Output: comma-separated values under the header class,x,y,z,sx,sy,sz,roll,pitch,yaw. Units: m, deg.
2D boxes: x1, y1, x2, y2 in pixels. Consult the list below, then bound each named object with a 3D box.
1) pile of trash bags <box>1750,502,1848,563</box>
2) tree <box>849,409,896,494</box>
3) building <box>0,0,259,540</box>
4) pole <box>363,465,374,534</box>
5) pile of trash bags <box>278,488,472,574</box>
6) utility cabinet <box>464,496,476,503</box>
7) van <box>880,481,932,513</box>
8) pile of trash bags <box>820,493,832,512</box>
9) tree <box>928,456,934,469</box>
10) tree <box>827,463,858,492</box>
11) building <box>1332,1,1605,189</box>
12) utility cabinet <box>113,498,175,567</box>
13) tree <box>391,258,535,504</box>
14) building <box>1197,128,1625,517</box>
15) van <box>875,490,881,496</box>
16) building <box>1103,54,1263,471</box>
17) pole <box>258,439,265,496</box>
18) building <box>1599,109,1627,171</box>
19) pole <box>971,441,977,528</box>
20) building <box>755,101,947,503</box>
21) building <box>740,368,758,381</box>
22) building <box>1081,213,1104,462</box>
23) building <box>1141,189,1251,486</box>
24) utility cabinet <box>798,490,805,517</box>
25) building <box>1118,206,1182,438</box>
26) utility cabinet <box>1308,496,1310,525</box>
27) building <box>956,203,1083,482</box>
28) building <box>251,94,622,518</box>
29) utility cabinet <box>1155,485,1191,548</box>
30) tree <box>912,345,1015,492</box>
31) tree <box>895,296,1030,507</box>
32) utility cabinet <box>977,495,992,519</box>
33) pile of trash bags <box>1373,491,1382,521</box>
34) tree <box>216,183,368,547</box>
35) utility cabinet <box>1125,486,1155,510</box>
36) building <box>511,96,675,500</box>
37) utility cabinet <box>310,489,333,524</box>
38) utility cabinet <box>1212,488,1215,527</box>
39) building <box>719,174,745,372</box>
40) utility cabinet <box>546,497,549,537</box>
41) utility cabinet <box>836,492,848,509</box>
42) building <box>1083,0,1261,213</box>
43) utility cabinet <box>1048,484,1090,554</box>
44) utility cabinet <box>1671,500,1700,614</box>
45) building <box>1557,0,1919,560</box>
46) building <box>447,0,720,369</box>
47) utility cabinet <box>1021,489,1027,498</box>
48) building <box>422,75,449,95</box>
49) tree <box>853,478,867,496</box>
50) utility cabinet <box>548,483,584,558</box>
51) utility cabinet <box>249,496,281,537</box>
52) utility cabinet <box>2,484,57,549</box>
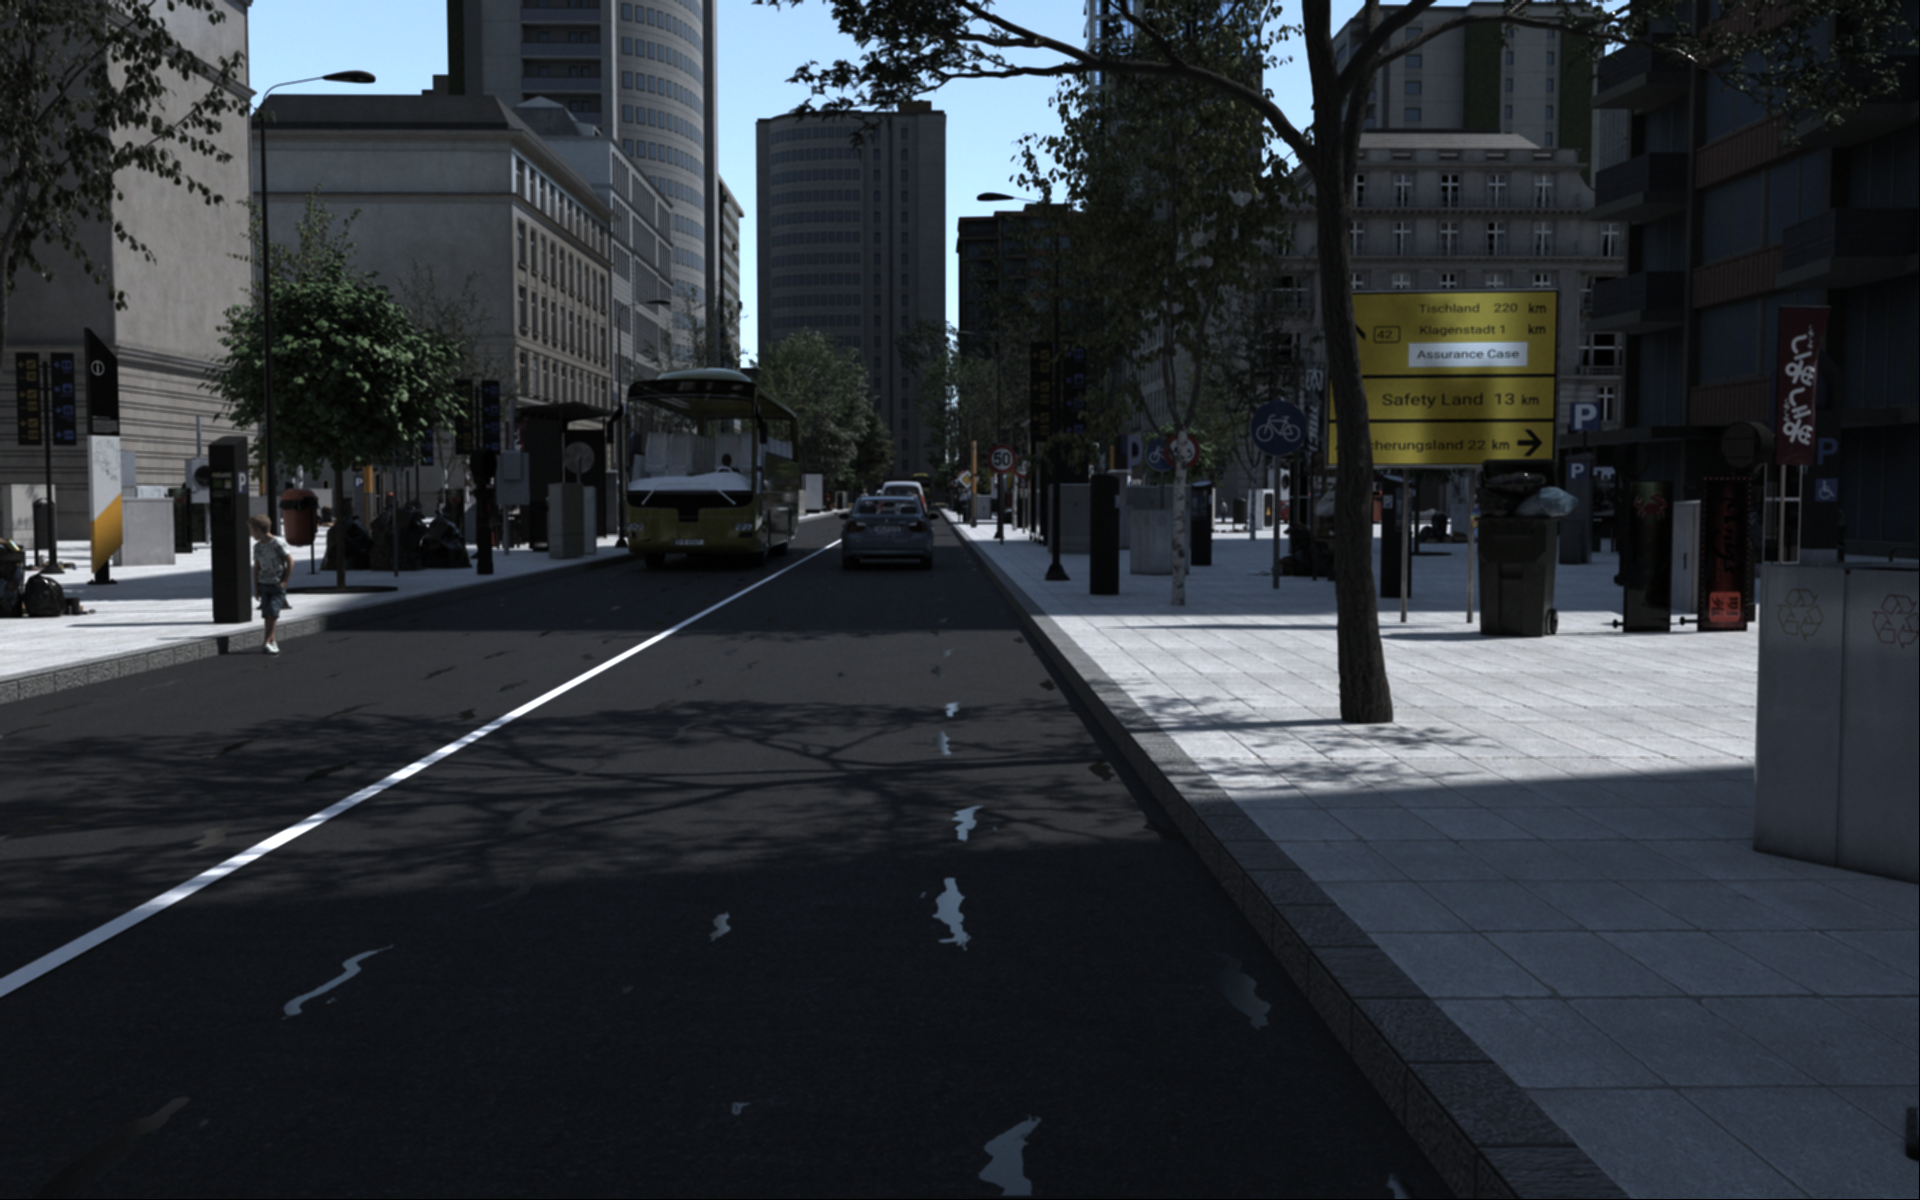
class,x,y,z,sx,sy,sz,roll,pitch,yaw
pile of trash bags,15.358,-1.363,32.033,1.912,1.369,3.447,2,4,23
tree,-11.954,-18.937,227.739,7.486,12.596,7.792,0,3,0
building,-33.105,-13.201,52.001,21.152,22.565,11.583,0,4,-1
pole,-12.987,-2.701,37.997,0.158,3.312,0.155,0,3,0
pile of trash bags,-9.974,-1.185,29.120,1.912,1.369,3.447,2,4,26
utility cabinet,-19.628,-3.581,69.711,1.020,1.237,0.306,1,4,14
van,-1.945,-3.152,58.547,2.013,2.044,4.112,0,4,-1
pile of trash bags,-10.380,-7.274,128.684,1.912,1.369,3.447,1,4,13
tree,-1.623,-16.463,219.534,4.360,8.622,3.978,0,3,0
tree,-11.561,-11.376,169.712,4.285,4.588,4.351,0,3,0
building,59.308,-40.681,207.136,28.212,58.520,21.231,0,4,-1
utility cabinet,-14.657,-1.218,31.077,0.306,1.237,1.020,3,4,36
tree,-16.058,-6.314,53.600,4.360,8.622,3.978,0,3,0
building,26.676,-15.841,100.797,24.055,21.916,13.314,0,4,-1
van,-7.446,-9.844,167.968,2.013,2.044,4.112,0,4,-3
building,20.557,-29.448,165.063,14.154,41.232,14.086,0,4,-1
pole,-25.955,-4.315,64.396,0.158,3.312,0.155,0,3,0
building,48.825,-17.239,99.883,19.932,24.808,12.078,0,4,-1
pole,0.523,-4.433,66.321,0.158,3.312,0.155,0,3,0
building,-16.244,-44.049,262.193,28.212,58.520,21.231,0,4,-1
building,-45.215,-25.711,265.420,28.899,21.520,27.650,0,4,-1
building,19.315,-24.938,179.440,14.160,30.474,14.107,0,4,-1
building,18.550,-16.067,117.439,10.420,20.320,16.860,0,4,-1
utility cabinet,-9.115,-5.418,97.268,0.318,1.500,1.173,2,4,28
building,22.011,-18.811,140.845,16.112,22.955,30.059,0,4,-1
utility cabinet,14.347,-3.511,68.571,1.020,1.237,0.306,0,4,8
building,12.283,-37.243,263.550,28.867,44.769,22.147,0,4,-1
building,-31.644,-16.787,107.751,16.112,22.955,30.059,0,4,-1
utility cabinet,5.274,-1.968,40.852,1.173,1.500,0.318,1,4,11
tree,0.230,-11.994,121.857,9.928,11.665,9.643,0,3,0
tree,0.517,-18.895,164.825,12.611,20.169,13.585,0,3,0
utility cabinet,1.089,-4.683,87.723,1.020,1.237,0.306,1,4,20
pile of trash bags,12.025,-2.700,53.899,1.912,1.369,3.447,-2,4,-33
tree,-15.940,-5.590,41.756,4.737,8.622,4.395,0,3,0
utility cabinet,5.133,-2.369,47.411,1.173,1.500,0.318,0,4,-2
building,-30.349,-22.016,137.449,11.434,29.767,29.804,0,4,-1
utility cabinet,-26.851,-3.891,72.302,1.173,1.500,0.318,-2,4,-33
utility cabinet,9.132,-3.513,66.119,1.173,1.500,0.318,2,4,29
building,-37.651,-31.081,200.057,23.993,40.220,32.217,0,4,-1
utility cabinet,-9.501,-1.885,41.980,1.020,1.237,0.306,1,4,15
utility cabinet,-10.257,-8.643,149.999,0.318,1.500,1.173,3,5,43
building,22.934,-54.303,200.523,22.319,86.520,31.000,0,4,-1
utility cabinet,2.460,-1.733,37.017,1.173,1.500,0.318,2,4,32
utility cabinet,8.069,-0.481,19.028,0.306,1.237,1.020,1,4,11
building,28.254,-23.626,40.909,22.147,44.769,28.867,0,4,-1
building,-35.526,-38.273,167.755,21.231,58.520,28.212,0,4,-1
utility cabinet,3.395,-4.358,79.930,1.173,1.500,0.318,-2,4,-33
building,-60.551,-35.555,205.033,21.600,48.544,21.300,0,4,-1
tree,-11.719,-12.944,206.243,1.663,3.219,1.824,0,3,0
utility cabinet,-7.885,-1.588,34.649,0.318,1.500,1.173,0,4,8
utility cabinet,-21.111,-2.524,52.426,1.020,1.237,0.306,-1,4,-18
utility cabinet,-21.408,-1.905,39.833,0.318,1.500,1.173,1,4,21
